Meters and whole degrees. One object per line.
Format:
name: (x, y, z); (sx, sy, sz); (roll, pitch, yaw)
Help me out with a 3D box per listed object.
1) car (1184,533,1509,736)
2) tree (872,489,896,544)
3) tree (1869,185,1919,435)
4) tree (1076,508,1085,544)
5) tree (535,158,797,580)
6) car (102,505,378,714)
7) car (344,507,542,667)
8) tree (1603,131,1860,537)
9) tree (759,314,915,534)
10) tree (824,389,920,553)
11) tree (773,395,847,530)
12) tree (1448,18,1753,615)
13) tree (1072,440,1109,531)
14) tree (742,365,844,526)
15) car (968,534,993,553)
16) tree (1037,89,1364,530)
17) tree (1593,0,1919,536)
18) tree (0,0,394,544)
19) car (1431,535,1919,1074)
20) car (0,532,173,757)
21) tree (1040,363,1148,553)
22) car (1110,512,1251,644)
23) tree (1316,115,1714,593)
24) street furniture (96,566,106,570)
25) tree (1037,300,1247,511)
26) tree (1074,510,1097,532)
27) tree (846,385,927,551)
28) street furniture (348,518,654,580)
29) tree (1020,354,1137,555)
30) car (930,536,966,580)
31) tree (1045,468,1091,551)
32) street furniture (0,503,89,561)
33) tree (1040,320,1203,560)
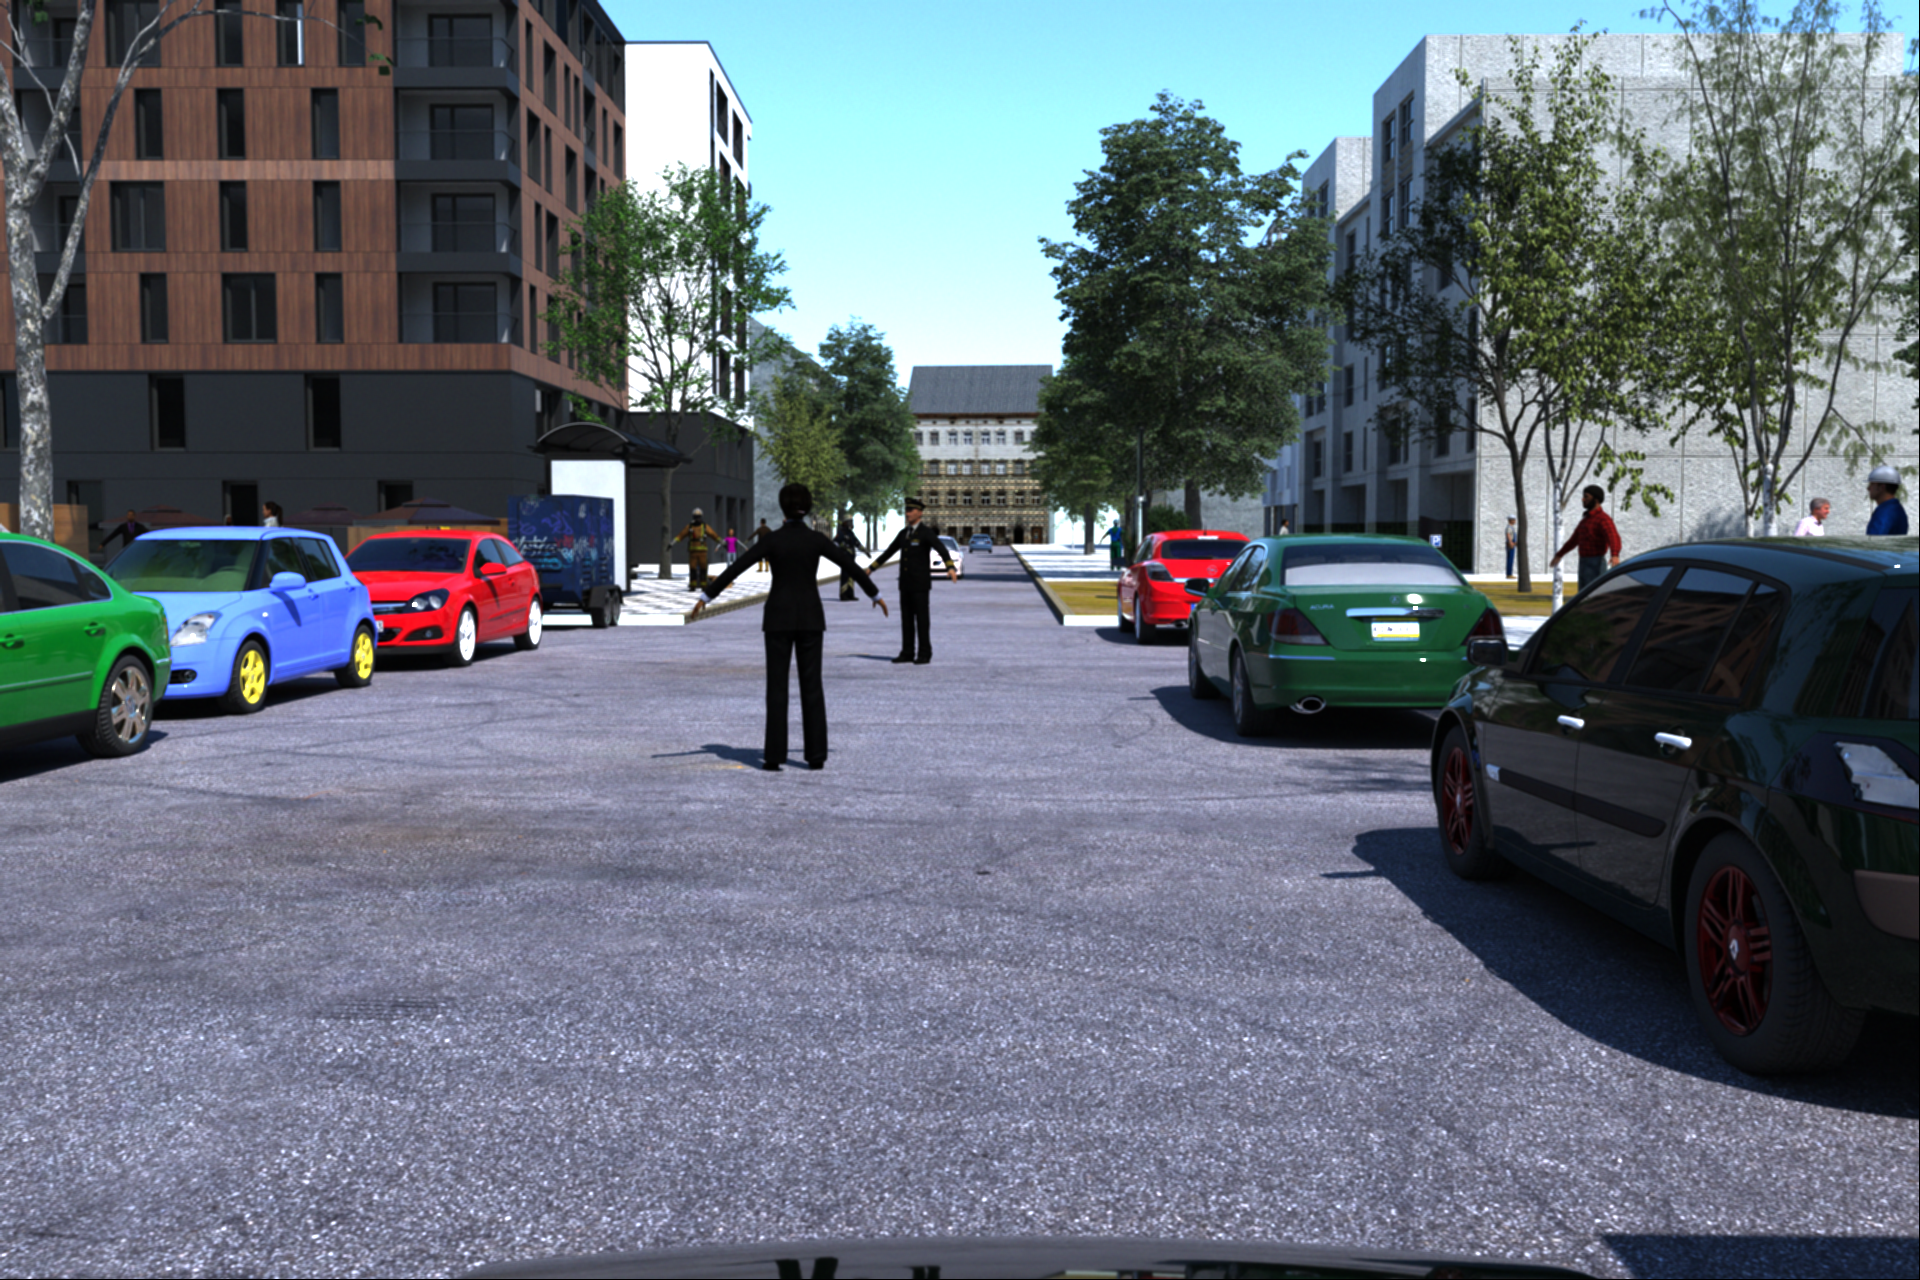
car: (2.900, -0.115, 13.672); (2.131, 1.459, 4.920); (0, 4, 1)
tree: (-9.762, -16.441, 219.173); (4.737, 8.622, 4.395); (0, 3, 0)
tree: (28.979, -8.421, 44.342); (9.857, 13.997, 8.962); (0, 3, 0)
tree: (16.422, -16.743, 224.103); (4.360, 8.622, 3.978); (0, 3, 0)
tree: (-8.140, -7.491, 48.226); (9.928, 11.665, 9.643); (0, 3, 0)
car: (-6.424, -0.325, 14.902); (1.945, 1.707, 3.694); (0, 4, 2)
car: (-6.164, -0.670, 19.992); (2.155, 1.783, 4.494); (0, 4, 1)
tree: (13.925, -4.920, 30.805); (4.737, 8.622, 4.395); (0, 3, 0)
tree: (-7.108, -11.967, 102.309); (9.857, 13.997, 8.962); (0, 3, 0)
tree: (-6.439, -11.822, 119.038); (9.928, 11.665, 9.643); (0, 3, 0)
tree: (-7.788, -8.628, 91.432); (4.737, 8.622, 4.395); (0, 3, 0)
tree: (8.939, -4.581, 25.266); (4.737, 8.622, 4.395); (0, 3, 0)
tree: (9.157, -10.679, 124.961); (4.737, 8.622, 4.395); (0, 3, 0)
tree: (-7.359, -7.701, 76.267); (4.737, 8.622, 4.395); (0, 3, 0)
car: (1.557, -7.312, 131.561); (2.014, 1.417, 4.499); (0, 4, 1)
tree: (6.801, -8.770, 50.041); (9.857, 13.997, 8.962); (0, 3, 0)
tree: (9.158, -4.223, 19.406); (4.360, 8.622, 3.978); (0, 3, 0)
tree: (-11.018, -10.076, 20.639); (12.611, 20.169, 13.585); (0, 3, 0)
car: (2.907, 0.232, 5.986); (2.009, 1.686, 4.222); (0, 4, 0)
car: (-6.248, -0.062, 9.808); (1.959, 1.807, 4.718); (0, 4, 1)
tree: (8.897, -11.974, 113.905); (7.486, 12.596, 7.792); (0, 3, 0)
car: (3.201, -0.915, 24.006); (2.155, 1.783, 4.494); (0, 4, 0)
tree: (12.408, -6.342, 38.105); (8.767, 10.594, 7.601); (0, 4, -5)
street furniture: (-23.981, -1.561, 41.154); (5.734, 0.657, 10.072); (1, 4, 19)
tree: (6.780, -7.898, 63.538); (8.767, 10.594, 7.601); (1, 4, 14)
tree: (16.427, -16.349, 217.673); (4.360, 8.622, 3.978); (0, 3, 0)
tree: (-6.009, -12.913, 129.251); (7.486, 12.596, 7.792); (0, 3, 0)
street furniture: (-13.085, -2.572, 48.911); (11.010, 1.723, 9.812); (2, 4, 32)
tree: (7.325, -11.381, 104.212); (7.486, 12.596, 7.792); (0, 3, 0)
car: (-0.827, -2.657, 55.809); (2.083, 1.381, 4.827); (0, 4, 1)
tree: (8.655, -11.128, 132.297); (4.360, 8.622, 3.978); (0, 3, 0)
street furniture: (-17.389, -1.227, 26.909); (9.812, 1.723, 11.010); (1, 4, 13)
tree: (7.578, -9.219, 76.490); (9.928, 11.665, 9.643); (0, 3, 0)
